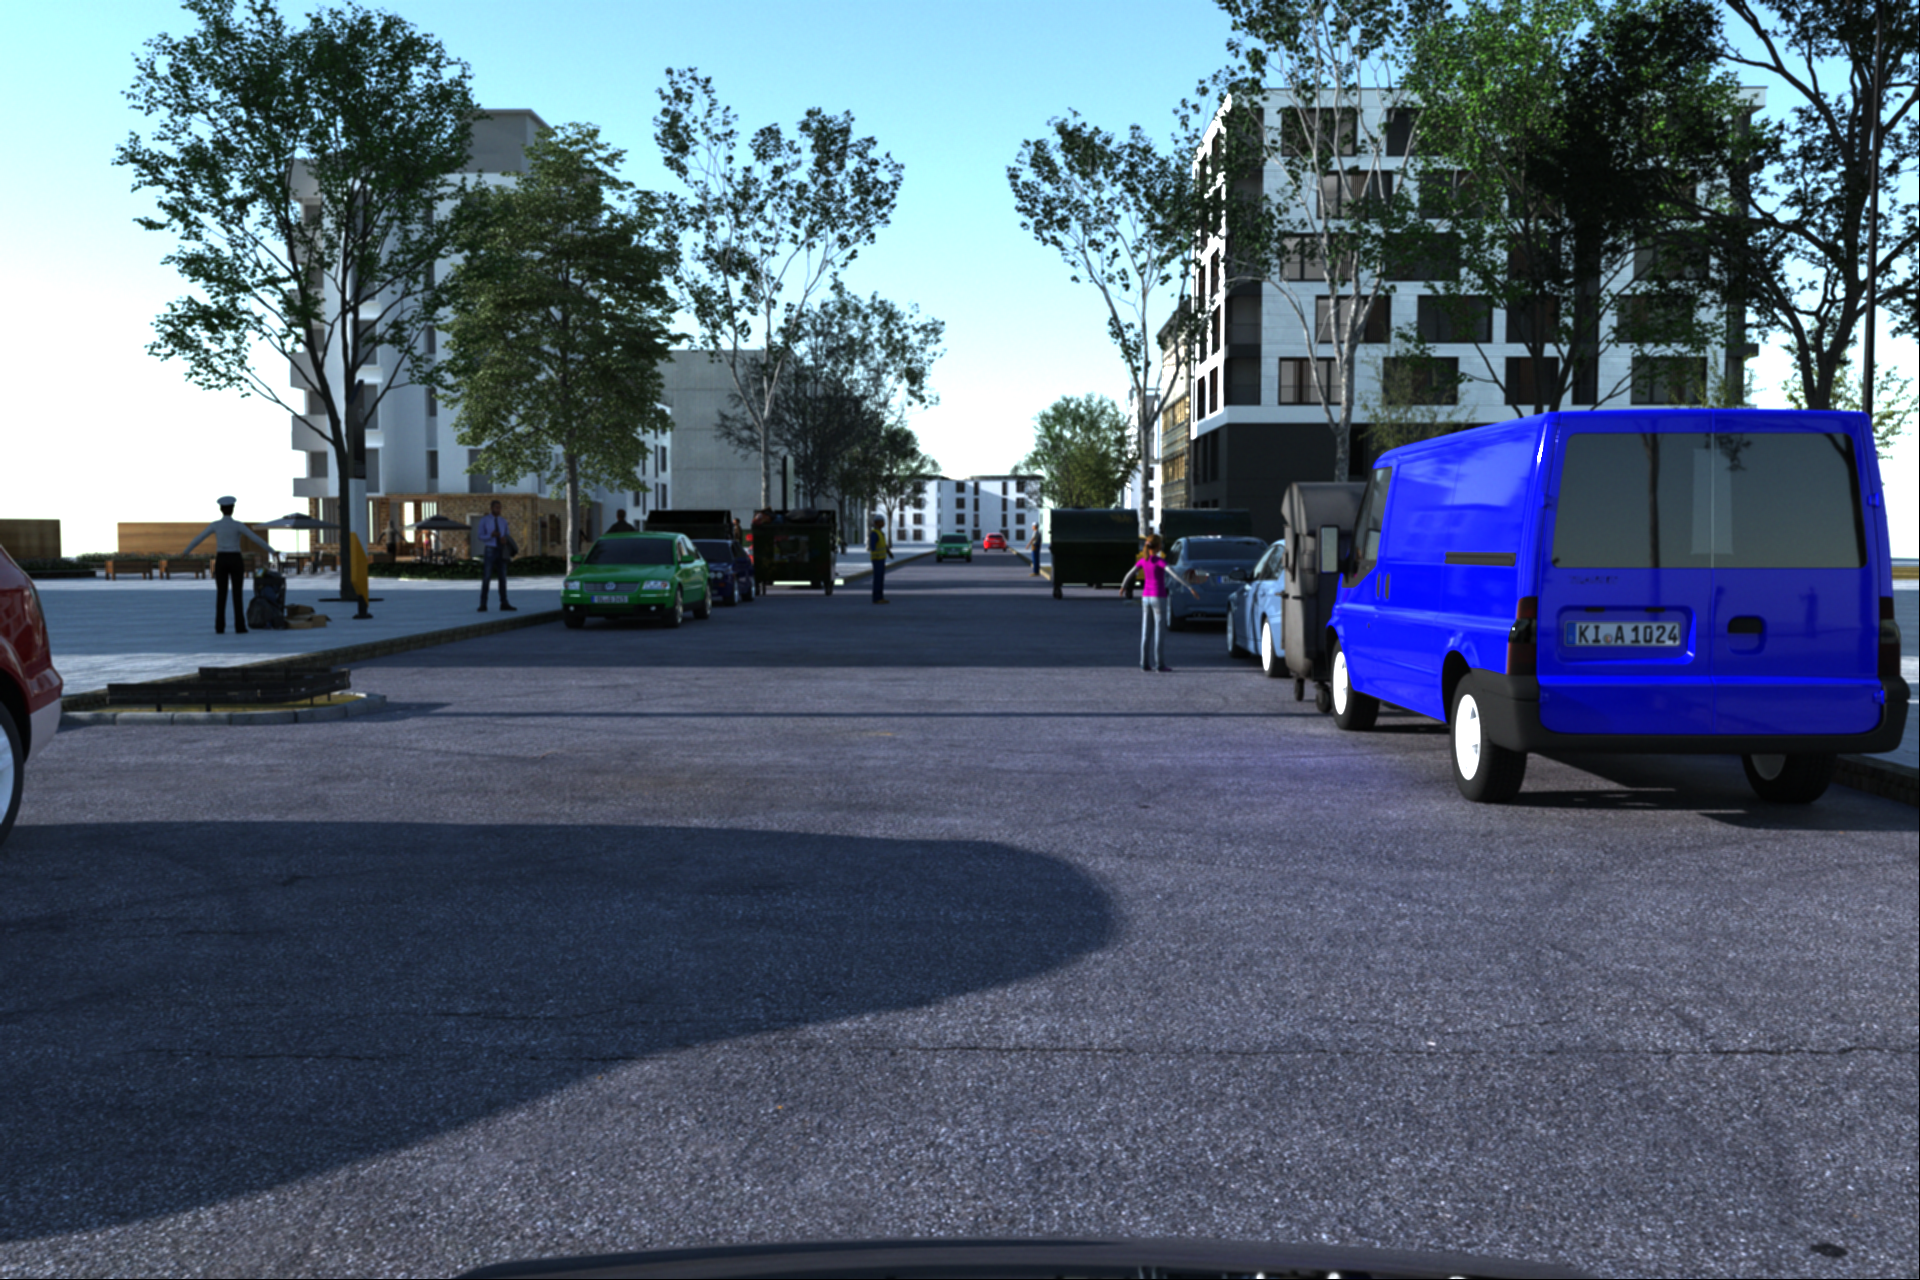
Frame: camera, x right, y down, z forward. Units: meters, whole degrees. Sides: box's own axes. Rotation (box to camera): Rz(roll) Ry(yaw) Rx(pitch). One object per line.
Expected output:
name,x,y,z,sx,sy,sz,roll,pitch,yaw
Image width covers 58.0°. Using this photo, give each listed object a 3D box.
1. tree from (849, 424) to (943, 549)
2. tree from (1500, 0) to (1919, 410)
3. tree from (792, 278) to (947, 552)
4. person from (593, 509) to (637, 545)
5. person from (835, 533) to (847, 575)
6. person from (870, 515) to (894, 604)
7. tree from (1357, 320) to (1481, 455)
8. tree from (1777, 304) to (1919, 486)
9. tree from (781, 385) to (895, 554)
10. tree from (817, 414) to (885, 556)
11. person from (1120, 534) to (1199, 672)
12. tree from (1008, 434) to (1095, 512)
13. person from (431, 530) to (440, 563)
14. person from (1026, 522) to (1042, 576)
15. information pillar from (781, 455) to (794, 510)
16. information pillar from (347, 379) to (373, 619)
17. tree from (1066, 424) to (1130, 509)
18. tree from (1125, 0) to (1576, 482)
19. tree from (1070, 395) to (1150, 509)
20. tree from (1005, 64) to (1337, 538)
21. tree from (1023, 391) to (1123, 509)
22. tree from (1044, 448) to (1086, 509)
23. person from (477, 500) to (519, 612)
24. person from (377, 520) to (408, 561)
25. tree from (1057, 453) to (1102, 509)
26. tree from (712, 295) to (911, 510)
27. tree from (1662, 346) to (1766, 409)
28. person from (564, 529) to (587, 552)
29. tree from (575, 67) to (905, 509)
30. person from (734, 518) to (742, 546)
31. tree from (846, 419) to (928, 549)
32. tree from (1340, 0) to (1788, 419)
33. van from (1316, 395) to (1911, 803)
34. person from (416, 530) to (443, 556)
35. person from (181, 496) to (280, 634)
tree,-5.881,-12.814,143.917,8.767,10.594,7.601,-1,4,-17
tree,9.563,-5.213,19.644,7.601,10.594,8.767,-2,4,-28
tree,-6.938,-16.617,127.575,12.611,20.169,13.585,0,3,0
person,-7.153,-1.856,36.523,1.348,1.807,0.705,-3,5,-41
person,-3.976,-2.933,53.739,0.705,1.856,1.354,-3,5,-40
person,-1.646,-1.673,35.773,0.705,1.833,1.349,1,4,13
tree,15.275,-6.697,59.858,4.360,8.622,3.978,0,3,0
tree,27.828,-6.396,54.939,4.737,8.622,4.395,0,3,0
tree,-7.732,-10.682,109.059,7.601,10.594,8.767,-1,4,-22
tree,-6.891,-9.179,100.443,4.360,8.622,3.978,0,3,0
person,2.064,-0.390,18.103,0.991,1.433,0.599,3,5,41
tree,8.789,-13.403,153.551,8.767,10.594,7.601,-1,4,-22
person,-22.357,-4.130,73.709,0.705,1.806,1.347,-2,4,-24
person,2.572,-3.115,59.239,0.705,1.847,1.347,1,4,21
information pillar,-5.177,-3.721,52.152,0.184,3.620,1.656,0,4,1
information pillar,-9.069,-2.125,26.102,0.183,3.616,0.504,0,4,2
tree,9.018,-10.073,115.056,4.737,8.622,4.395,0,3,0
tree,11.086,-11.763,48.222,12.611,20.169,13.585,0,3,0
tree,8.209,-8.651,91.809,4.737,8.622,4.395,0,3,0
tree,8.829,-13.062,69.457,12.611,20.169,13.585,0,3,0
tree,8.304,-12.277,126.489,9.928,11.665,9.643,0,3,0
tree,9.026,-11.936,145.518,4.360,8.622,3.978,0,3,0
person,-7.644,-1.393,28.684,0.709,1.838,0.599,-3,5,-43
person,-21.638,-3.658,65.936,1.348,1.813,0.705,1,4,17
tree,9.462,-11.388,136.552,4.737,8.622,4.395,0,3,0
tree,-7.583,-10.961,89.585,12.009,13.543,11.850,0,3,0
tree,29.142,-7.121,66.784,4.737,8.622,4.395,0,3,0
person,-17.841,-4.552,80.652,0.704,1.802,1.346,3,4,36
tree,-9.454,-13.226,72.132,12.611,20.169,13.585,0,3,0
person,-7.500,-3.177,58.085,0.704,1.812,1.346,-1,4,-17
tree,-6.343,-13.975,154.244,9.928,11.665,9.643,0,3,0
tree,10.540,-6.443,31.105,9.928,11.665,9.643,0,3,0
van,3.666,-0.398,10.886,2.240,2.365,5.245,0,4,0
person,-21.991,-3.971,71.732,1.217,1.733,0.721,1,4,16
person,-9.464,-0.979,22.461,1.216,1.778,0.721,-1,4,-11
